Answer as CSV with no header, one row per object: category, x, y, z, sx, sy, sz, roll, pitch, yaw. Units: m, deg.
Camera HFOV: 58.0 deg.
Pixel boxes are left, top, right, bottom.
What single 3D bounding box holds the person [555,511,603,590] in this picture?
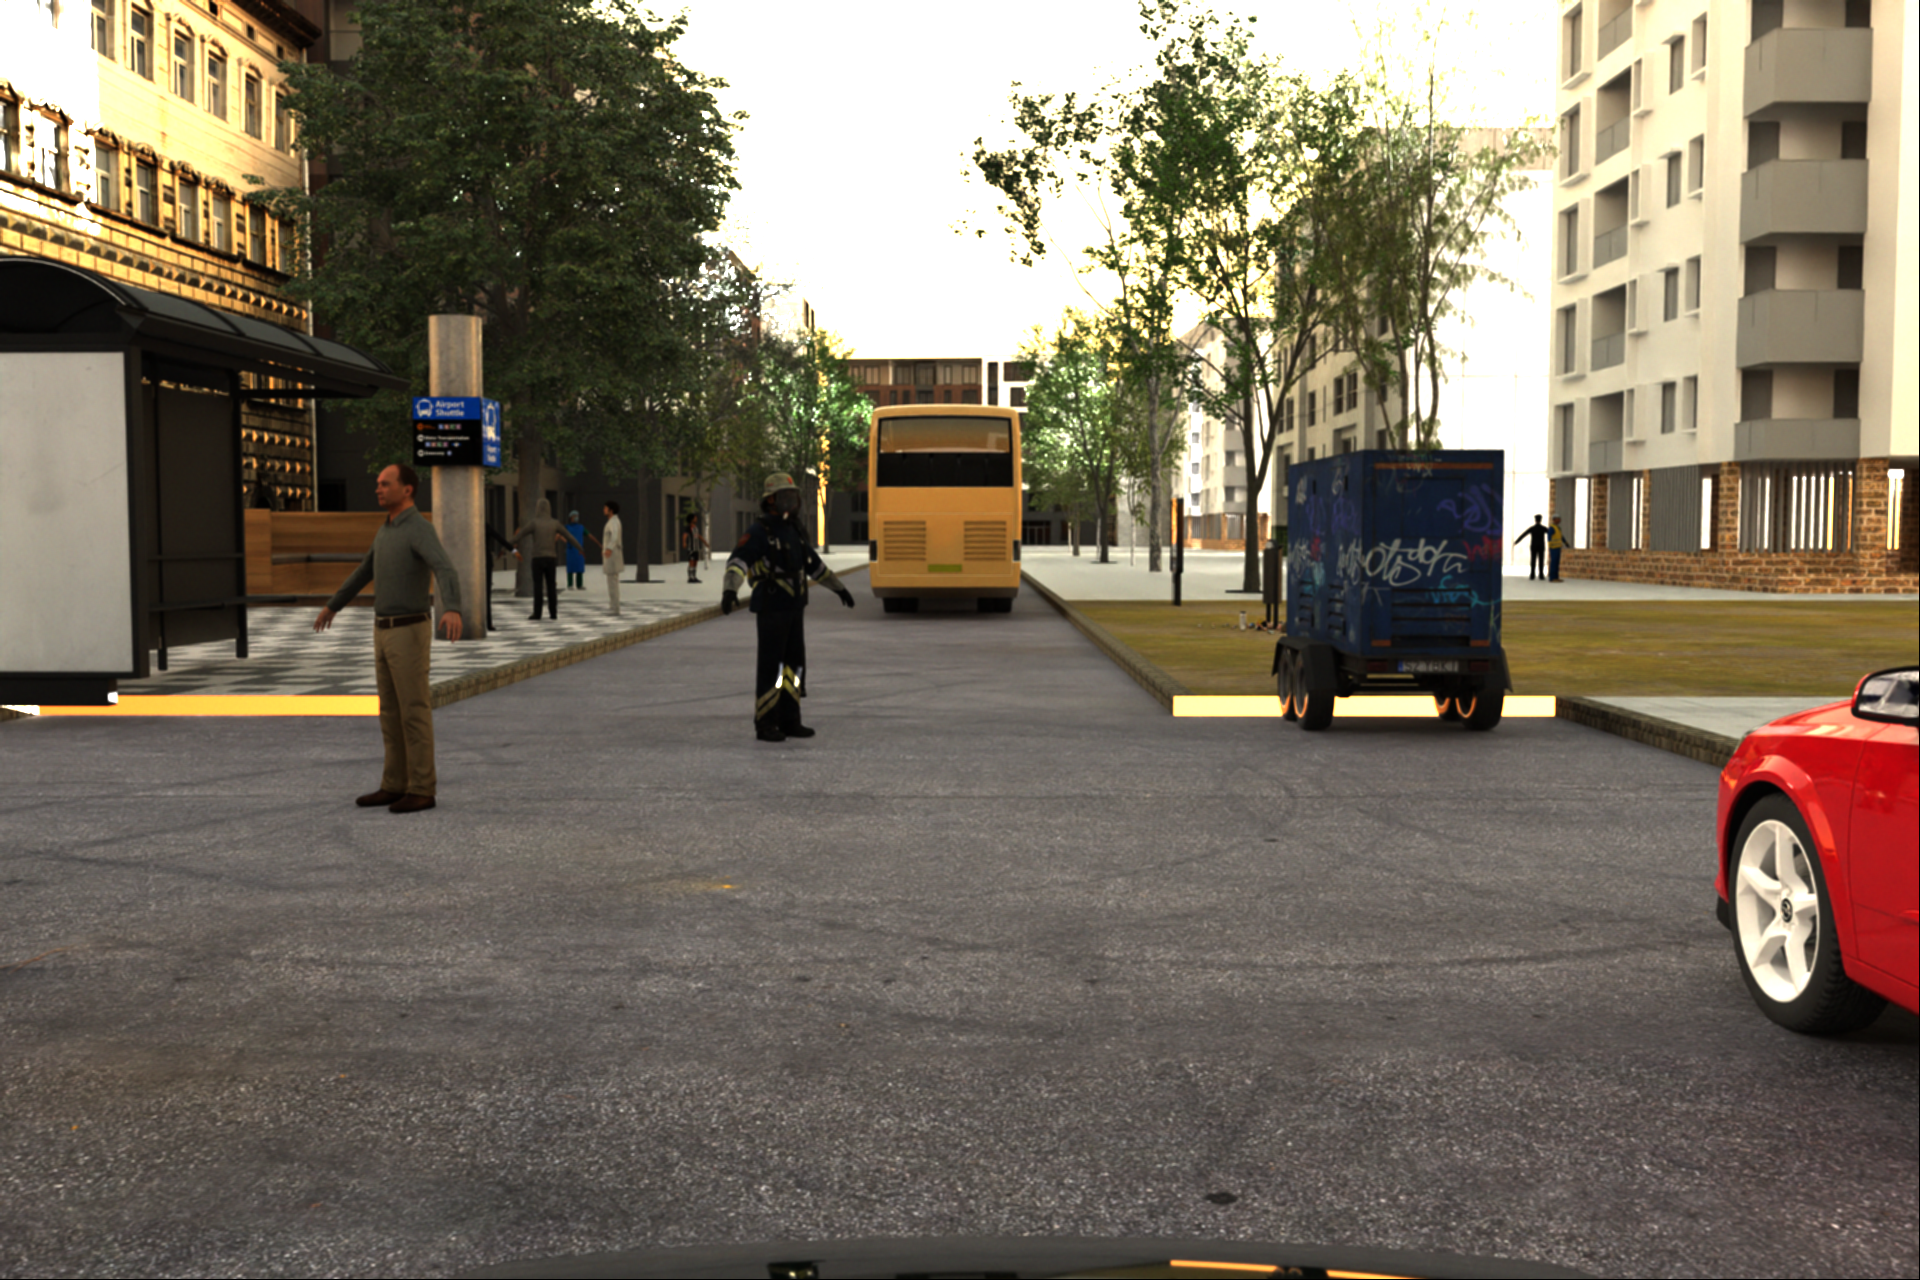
person,-8.848,-2.063,39.855,1.347,1.817,0.704,-3,5,-39

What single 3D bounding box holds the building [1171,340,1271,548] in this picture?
building,25.903,-19.125,169.118,16.016,20.090,11.380,0,4,0

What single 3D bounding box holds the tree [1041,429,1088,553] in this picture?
tree,7.613,-10.168,116.606,4.360,8.622,3.978,0,3,0

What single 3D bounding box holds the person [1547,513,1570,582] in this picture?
person,15.940,-2.465,46.275,0.705,1.833,1.349,3,5,39

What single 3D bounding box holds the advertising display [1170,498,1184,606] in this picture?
advertising display,3.910,-1.592,31.249,0.123,1.923,0.974,0,4,0

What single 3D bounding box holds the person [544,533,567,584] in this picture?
person,-10.495,-2.334,44.024,1.347,1.847,0.705,1,4,18

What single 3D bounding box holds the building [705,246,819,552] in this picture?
building,-26.763,-18.071,139.430,27.936,21.610,32.646,0,4,0

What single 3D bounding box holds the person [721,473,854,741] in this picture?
person,-1.239,-0.236,12.101,0.705,1.856,1.354,2,4,35

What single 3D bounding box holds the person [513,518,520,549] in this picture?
person,-10.539,-2.162,42.146,1.217,1.733,0.721,3,5,45

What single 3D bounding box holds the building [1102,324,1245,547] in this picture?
building,25.154,-21.564,183.506,19.493,23.208,18.063,0,4,0

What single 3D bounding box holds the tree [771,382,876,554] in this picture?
tree,-8.575,-11.346,111.261,9.928,11.665,9.643,0,3,0

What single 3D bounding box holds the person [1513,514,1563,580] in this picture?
person,16.242,-2.615,48.688,1.347,1.837,0.705,1,4,22

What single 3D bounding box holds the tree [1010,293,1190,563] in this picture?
tree,6.267,-9.196,76.113,9.928,11.665,9.643,0,3,0

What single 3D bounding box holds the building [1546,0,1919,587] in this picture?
building,22.636,-11.813,49.561,16.016,20.090,11.380,0,4,1

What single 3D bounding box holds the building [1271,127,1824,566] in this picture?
building,26.193,-13.304,83.980,16.747,18.905,31.486,0,4,1

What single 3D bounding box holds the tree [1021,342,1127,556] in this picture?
tree,6.508,-11.232,101.770,7.486,12.596,7.792,0,3,0

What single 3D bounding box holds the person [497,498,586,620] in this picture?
person,-6.241,-1.212,25.948,1.348,1.813,0.705,-2,4,-30

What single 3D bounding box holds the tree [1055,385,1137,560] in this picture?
tree,6.788,-8.219,84.735,4.360,8.622,3.978,0,3,0

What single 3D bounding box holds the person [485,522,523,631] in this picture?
person,-6.360,-1.000,23.073,1.216,1.740,0.721,1,4,22

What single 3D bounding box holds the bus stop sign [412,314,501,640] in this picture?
bus stop sign,-6.125,-1.964,21.127,0.837,3.901,0.837,0,4,0

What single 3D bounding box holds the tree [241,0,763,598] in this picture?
tree,-8.855,-7.843,34.888,9.857,13.997,8.962,0,3,0

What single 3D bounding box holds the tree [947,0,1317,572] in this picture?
tree,5.887,-12.323,57.376,12.611,20.169,13.585,0,3,0

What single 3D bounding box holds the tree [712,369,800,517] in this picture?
tree,-8.627,-7.713,76.476,4.360,8.622,3.978,0,3,0

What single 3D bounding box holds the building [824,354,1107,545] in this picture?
building,1.377,-22.202,209.439,32.646,21.610,27.936,0,4,4

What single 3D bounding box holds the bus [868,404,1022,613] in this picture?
bus,-0.205,-2.624,34.448,2.896,3.916,12.252,0,4,0

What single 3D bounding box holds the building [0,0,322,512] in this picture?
building,-29.059,-12.999,43.463,19.493,23.208,18.063,0,4,1

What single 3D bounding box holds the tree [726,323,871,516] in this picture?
tree,-7.941,-9.731,84.861,9.928,11.665,9.643,0,3,0

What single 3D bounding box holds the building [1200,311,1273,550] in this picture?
building,25.809,-17.816,147.704,16.016,20.090,11.380,0,4,1

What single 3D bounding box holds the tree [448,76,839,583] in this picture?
tree,-8.264,-8.264,45.491,12.009,13.543,11.850,0,3,0

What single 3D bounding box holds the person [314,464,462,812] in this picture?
person,-2.940,-0.020,9.048,1.348,1.796,0.705,3,5,42

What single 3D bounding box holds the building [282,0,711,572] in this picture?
building,-26.328,-13.785,69.360,27.936,21.610,32.646,0,3,0

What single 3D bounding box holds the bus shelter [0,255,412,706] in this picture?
bus shelter,-6.790,-1.312,15.368,2.014,3.302,5.546,0,4,2

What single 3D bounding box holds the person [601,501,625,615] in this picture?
person,-5.571,-1.310,27.603,0.705,1.806,1.347,-1,4,-14

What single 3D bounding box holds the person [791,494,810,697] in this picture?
person,-1.520,-0.403,15.278,0.704,1.802,1.346,-1,4,-18

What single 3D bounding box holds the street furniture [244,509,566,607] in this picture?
street furniture,-13.351,-1.682,34.350,11.010,1.723,9.812,-1,4,-9

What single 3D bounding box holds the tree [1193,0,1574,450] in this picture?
tree,5.220,-4.201,19.056,4.360,8.622,3.978,0,3,0

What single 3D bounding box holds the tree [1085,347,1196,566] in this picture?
tree,7.153,-7.253,68.944,4.737,8.622,4.395,0,3,0

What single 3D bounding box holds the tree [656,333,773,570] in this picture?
tree,-9.022,-6.844,62.261,4.737,8.622,4.395,0,3,0

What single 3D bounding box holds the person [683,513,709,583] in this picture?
person,-6.990,-2.406,45.483,0.704,1.843,1.345,1,4,19

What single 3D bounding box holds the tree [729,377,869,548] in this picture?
tree,-8.512,-9.981,97.600,8.767,10.594,7.601,-2,4,-30

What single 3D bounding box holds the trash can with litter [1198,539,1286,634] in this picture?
trash can with litter,4.136,-0.735,23.081,1.678,1.210,2.233,0,4,-1

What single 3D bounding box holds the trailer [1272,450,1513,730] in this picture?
trailer,3.198,-0.406,13.684,1.471,1.999,3.904,0,3,0

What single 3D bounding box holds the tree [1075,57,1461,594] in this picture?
tree,6.536,-6.838,37.561,9.928,11.665,9.643,0,3,0

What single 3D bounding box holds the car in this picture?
car,3.235,0.326,3.713,2.155,1.783,4.494,0,4,1
